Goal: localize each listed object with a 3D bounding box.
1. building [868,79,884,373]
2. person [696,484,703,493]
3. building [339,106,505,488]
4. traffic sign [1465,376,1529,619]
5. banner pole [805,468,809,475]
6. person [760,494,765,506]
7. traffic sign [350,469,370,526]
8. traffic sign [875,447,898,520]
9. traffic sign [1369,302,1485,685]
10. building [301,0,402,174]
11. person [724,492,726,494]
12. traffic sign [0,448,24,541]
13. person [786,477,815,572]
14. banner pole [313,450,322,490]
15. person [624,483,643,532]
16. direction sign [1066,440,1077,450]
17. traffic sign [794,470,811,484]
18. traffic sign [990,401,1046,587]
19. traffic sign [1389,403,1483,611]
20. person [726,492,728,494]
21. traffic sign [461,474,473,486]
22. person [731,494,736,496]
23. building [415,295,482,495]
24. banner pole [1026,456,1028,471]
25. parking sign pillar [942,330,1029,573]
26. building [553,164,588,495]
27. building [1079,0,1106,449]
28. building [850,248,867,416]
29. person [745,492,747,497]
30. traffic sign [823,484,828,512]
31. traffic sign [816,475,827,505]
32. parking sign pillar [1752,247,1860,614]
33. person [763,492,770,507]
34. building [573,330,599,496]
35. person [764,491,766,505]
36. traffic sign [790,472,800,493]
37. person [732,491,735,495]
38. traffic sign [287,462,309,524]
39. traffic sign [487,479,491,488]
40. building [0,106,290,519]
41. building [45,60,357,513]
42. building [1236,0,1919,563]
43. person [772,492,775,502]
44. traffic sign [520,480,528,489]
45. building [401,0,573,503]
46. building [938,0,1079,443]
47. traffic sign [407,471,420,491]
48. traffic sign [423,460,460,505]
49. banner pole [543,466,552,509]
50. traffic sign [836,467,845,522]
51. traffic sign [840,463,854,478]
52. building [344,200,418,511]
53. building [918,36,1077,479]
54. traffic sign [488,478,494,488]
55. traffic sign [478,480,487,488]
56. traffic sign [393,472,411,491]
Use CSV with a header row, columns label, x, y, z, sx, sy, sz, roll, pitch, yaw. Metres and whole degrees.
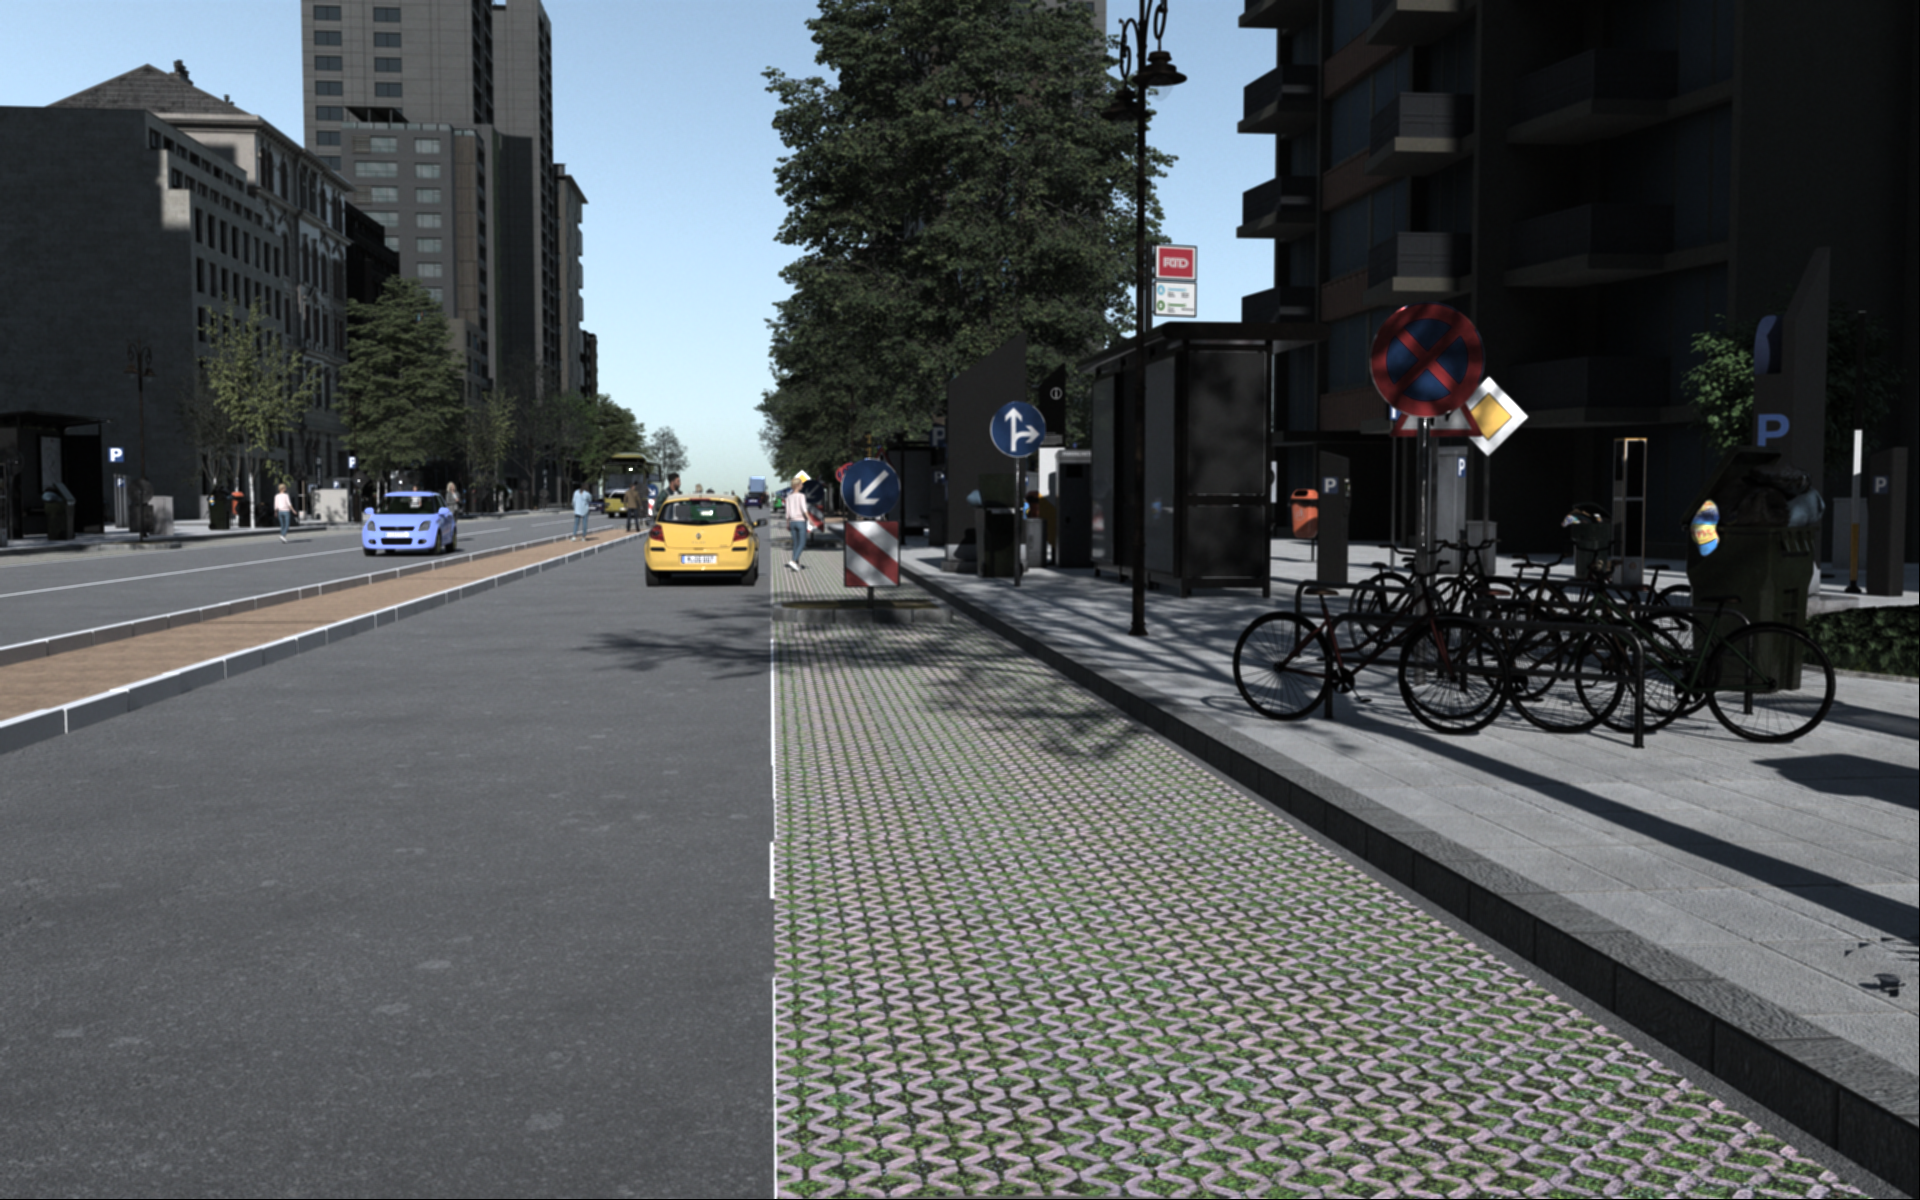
label,x,y,z,sx,sy,sz,roll,pitch,yaw
building,-5.963,-51.103,273.786,20.563,71.187,20.611,0,4,-6
person,-9.698,-3.409,64.425,0.728,1.800,0.709,1,4,16
building,-57.193,-30.688,185.348,14.154,41.232,14.086,0,4,-6
traffic sign,5.164,-0.968,17.007,0.795,2.450,0.064,0,4,1
banner pole,-13.040,-9.667,148.064,0.401,3.779,0.863,-3,4,-39
person,-24.464,-12.399,214.479,1.065,1.426,0.557,3,5,45
traffic sign,-24.109,-4.037,69.653,0.795,2.450,0.064,0,4,-6
traffic sign,-2.154,-2.920,47.738,0.884,2.594,0.081,0,4,2
traffic sign,3.095,-0.702,11.580,0.768,2.556,0.104,0,4,-1
building,-63.029,-46.702,201.827,20.563,71.187,20.611,0,4,-6
person,-39.455,-17.210,290.593,1.217,1.736,0.721,1,4,10
traffic sign,-26.127,-2.907,47.628,0.768,2.556,0.104,0,4,0
person,-2.991,-1.394,31.969,0.731,1.740,0.598,2,4,25
banner pole,-36.905,-6.694,99.467,0.401,3.779,0.863,1,4,17
person,-12.311,-3.477,65.258,0.656,1.842,0.836,-3,5,-39
direction sign,4.509,-4.952,72.968,0.876,3.537,0.379,-1,4,-14
traffic sign,-6.517,-4.153,71.550,0.795,2.450,0.064,0,4,-6
traffic sign,0.796,-1.455,23.903,0.768,2.556,0.104,0,4,-5
traffic sign,4.413,-0.986,16.132,0.884,2.594,0.081,0,4,-5
person,-41.383,-18.321,308.834,0.721,1.735,1.217,1,4,14
traffic sign,-30.835,-6.622,108.379,0.768,2.556,0.104,0,4,-2
person,-34.947,-15.731,266.529,1.217,1.723,0.721,-1,4,-18
building,-61.856,-19.496,163.806,27.650,21.520,28.899,0,4,-6
banner pole,2.840,-5.586,81.346,0.863,3.779,0.401,-2,4,-23
parking sign pillar,0.416,-2.452,28.555,1.447,3.967,1.447,0,4,-7
building,-75.052,-42.095,277.489,28.713,52.752,27.495,0,4,-6
building,3.872,-45.919,189.029,20.563,71.187,20.611,0,4,-6
building,-7.864,-39.481,300.135,22.147,44.769,28.867,0,4,-6
person,-35.948,-17.216,290.899,0.530,1.710,0.541,0,4,-3
traffic sign,-9.453,-7.519,122.945,0.884,2.594,0.081,0,4,-2
traffic sign,-8.145,-6.276,102.713,0.768,2.556,0.104,0,4,-5
parking sign pillar,8.899,-1.842,18.588,1.447,3.967,1.447,3,5,39
person,-21.574,-11.234,192.971,0.445,1.727,0.742,3,5,43
building,-70.397,-32.285,299.562,14.160,30.474,14.107,0,4,-6
person,-25.328,-13.239,224.984,1.348,1.821,0.705,-1,4,-21
traffic sign,-7.385,-4.639,79.488,0.795,2.450,0.064,0,4,-6
person,-25.016,-11.137,190.608,0.705,1.821,1.348,-3,4,-36
traffic sign,-26.511,-4.241,69.342,0.884,2.594,0.081,0,4,-1
traffic sign,-33.817,-7.506,123.901,0.795,2.450,0.064,0,4,-3
building,-44.452,-14.658,94.413,10.420,20.320,16.860,0,4,-6
building,-49.587,-20.020,114.721,14.401,28.519,23.554,0,4,-6
building,19.642,-23.881,45.072,22.147,44.769,28.867,0,4,-6
person,-33.159,-18.244,307.500,0.721,1.736,1.217,1,4,19
traffic sign,-38.150,-9.263,151.551,0.768,2.556,0.104,0,4,-3
building,-68.049,-49.855,253.381,20.563,71.187,20.611,0,4,-6
building,2.074,-47.185,209.732,20.563,71.187,20.611,0,4,-6
traffic sign,-30.255,-5.855,95.827,0.768,2.556,0.104,0,4,-2
traffic sign,-31.068,-6.720,103.750,2.265,3.308,0.079,0,4,3
banner pole,-36.150,-9.886,151.654,0.863,3.779,0.401,-3,5,-40
traffic sign,-5.288,-4.828,79.038,0.768,2.556,0.104,0,4,-2
traffic sign,-4.449,-4.277,70.040,0.768,2.556,0.104,0,4,-3
building,-50.446,-18.696,135.357,12.332,23.373,15.834,0,4,-6
building,3.396,-31.897,171.625,14.600,45.320,14.200,0,4,-6
traffic sign,-35.544,-8.015,131.148,0.768,2.556,0.104,0,4,3
traffic sign,-33.848,-7.381,122.808,0.606,2.300,0.079,0,4,-2
traffic sign,-24.977,-4.523,77.591,0.795,2.450,0.064,0,4,-6
